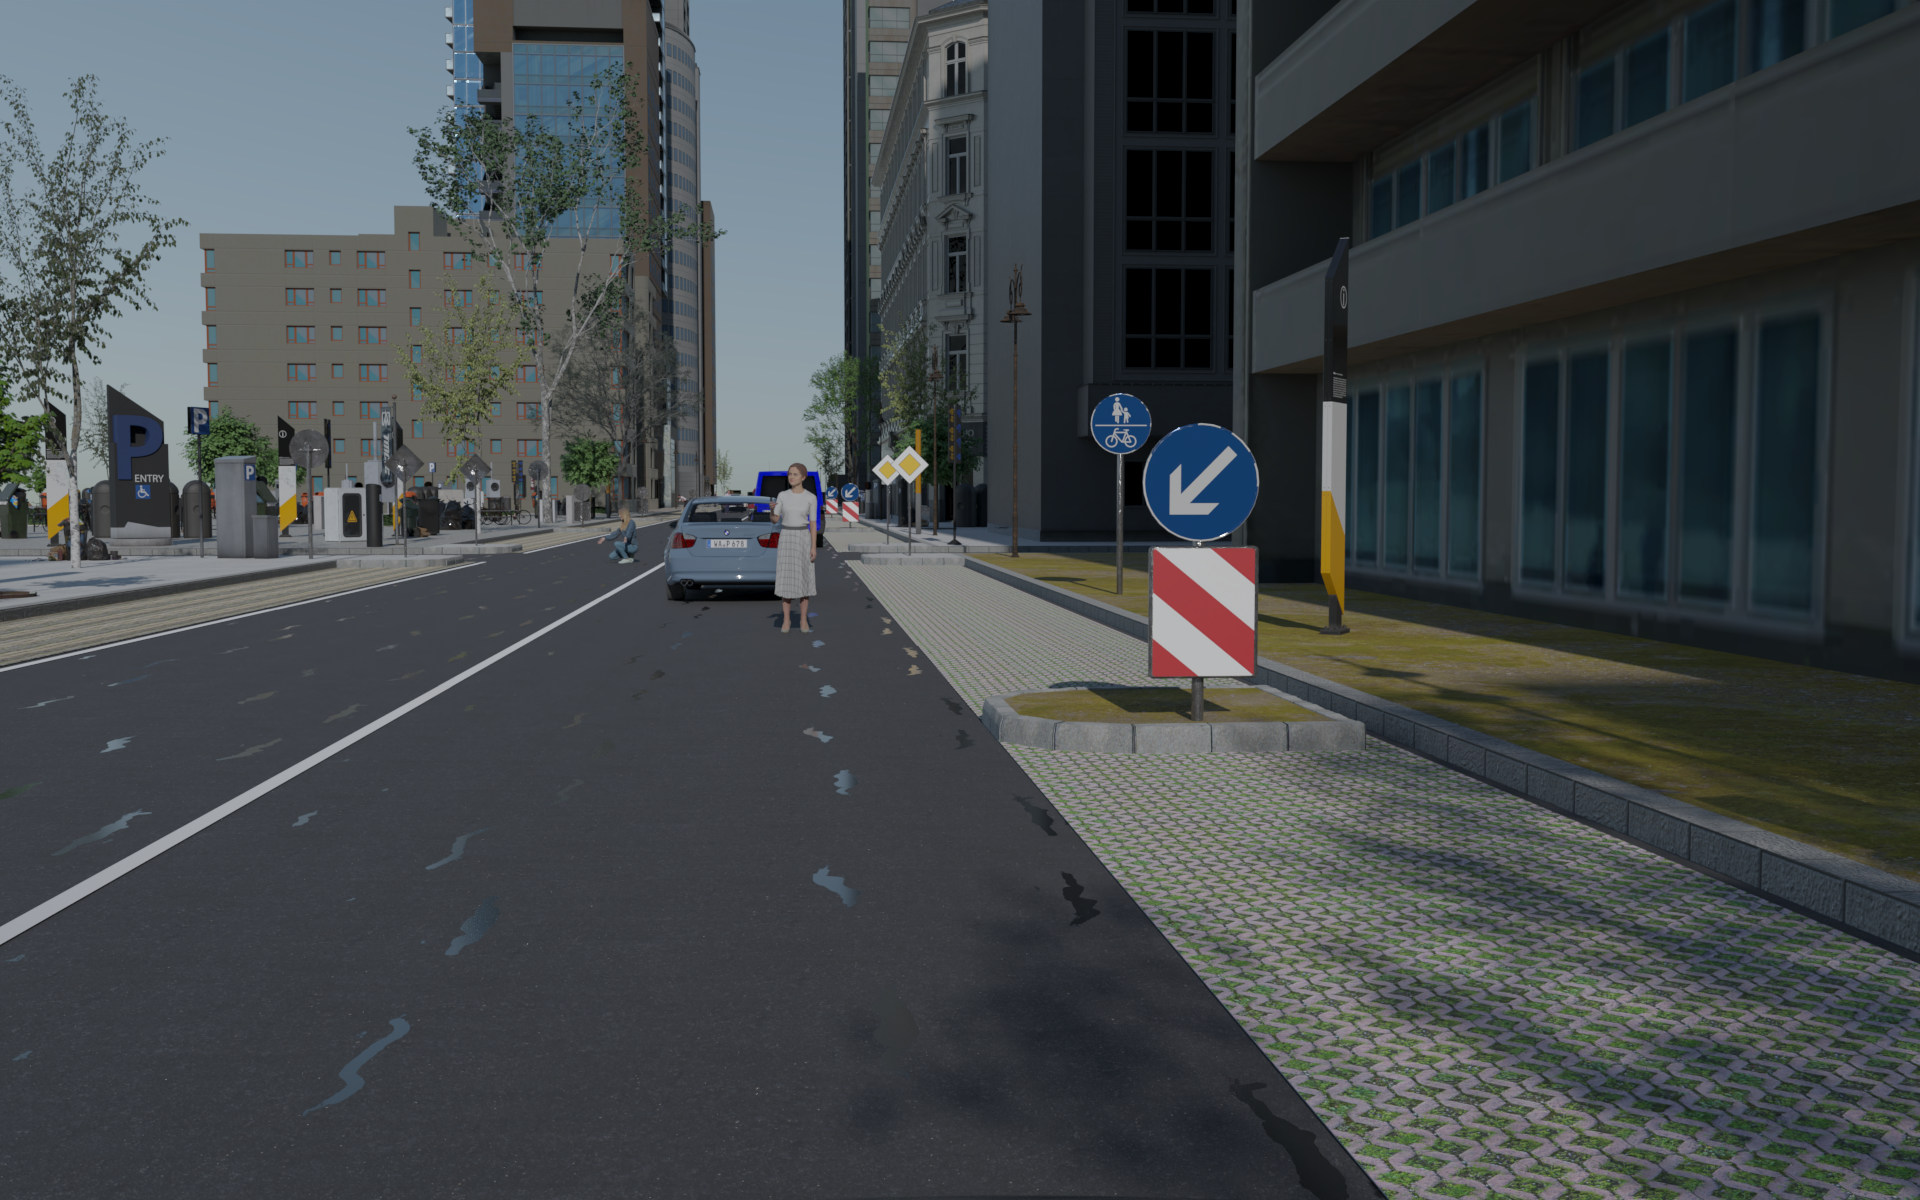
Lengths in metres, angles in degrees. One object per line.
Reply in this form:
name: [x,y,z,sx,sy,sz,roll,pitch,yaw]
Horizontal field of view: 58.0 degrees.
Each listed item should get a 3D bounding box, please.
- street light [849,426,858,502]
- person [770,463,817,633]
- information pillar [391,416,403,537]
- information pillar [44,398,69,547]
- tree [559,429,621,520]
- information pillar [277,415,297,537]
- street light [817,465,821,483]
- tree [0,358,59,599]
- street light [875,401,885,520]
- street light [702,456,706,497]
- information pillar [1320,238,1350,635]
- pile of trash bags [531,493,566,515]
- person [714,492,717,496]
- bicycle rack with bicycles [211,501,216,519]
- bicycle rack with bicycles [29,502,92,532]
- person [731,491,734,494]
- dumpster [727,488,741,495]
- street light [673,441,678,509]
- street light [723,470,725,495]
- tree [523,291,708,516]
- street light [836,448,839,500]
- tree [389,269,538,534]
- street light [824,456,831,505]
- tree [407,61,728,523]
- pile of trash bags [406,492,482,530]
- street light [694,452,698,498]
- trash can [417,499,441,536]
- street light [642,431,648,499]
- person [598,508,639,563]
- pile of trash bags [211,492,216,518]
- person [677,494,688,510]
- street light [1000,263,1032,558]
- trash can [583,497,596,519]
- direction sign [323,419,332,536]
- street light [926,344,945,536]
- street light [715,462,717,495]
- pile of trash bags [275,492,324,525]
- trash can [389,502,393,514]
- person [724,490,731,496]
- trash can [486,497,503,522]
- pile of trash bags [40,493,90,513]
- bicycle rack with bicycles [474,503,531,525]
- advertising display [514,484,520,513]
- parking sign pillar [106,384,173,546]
street light: [-7.148,-8.908,118.437,0.468,5.910,1.993,0,4,-6]
person: [-1.717,-0.536,17.839,0.480,1.755,0.524,0,4,-2]
information pillar: [-16.949,-3.722,52.204,0.504,3.616,0.183,3,4,38]
information pillar: [-22.036,-3.112,42.230,0.504,3.616,0.183,-2,4,-26]
tree: [-18.630,-6.316,86.984,4.285,4.588,4.351,0,3,0]
information pillar: [-19.990,-3.675,51.440,0.504,3.616,0.183,-1,4,-12]
street light: [-19.687,-16.623,244.574,0.468,5.910,1.993,0,4,-6]
tree: [-11.923,-1.638,21.380,1.663,3.219,1.824,0,3,0]
street light: [-3.926,-6.926,86.024,0.468,5.910,1.993,0,4,-6]
street light: [-29.860,-14.035,202.267,0.468,5.910,1.993,0,4,-6]
information pillar: [3.411,-1.492,15.751,0.183,3.616,0.504,2,4,28]
pile of trash bags: [-24.075,-5.769,104.079,3.447,1.369,1.912,-2,4,-33]
person: [-26.098,-10.735,184.931,0.530,1.710,0.541,1,4,18]
bicycle rack with bicycles: [-38.614,-4.612,88.783,2.852,0.926,2.925,2,4,32]
bicycle rack with bicycles: [-30.472,-2.830,59.647,2.852,0.926,2.925,-1,4,-11]
person: [-26.675,-11.890,202.843,1.348,1.831,0.705,1,4,21]
dumpster: [-31.596,-14.525,242.439,1.985,2.255,1.502,0,4,-7]
street light: [-24.848,-10.926,151.420,0.468,5.910,1.993,0,4,-6]
street light: [-36.414,-18.021,267.436,0.468,5.910,1.993,0,4,-6]
tree: [-20.126,-11.742,102.348,12.009,13.543,11.850,0,3,0]
street light: [-11.506,-11.561,161.812,0.468,5.910,1.993,0,4,-6]
tree: [-15.898,-6.464,56.047,4.737,8.622,4.395,0,3,0]
street light: [-14.701,-13.544,194.228,0.468,5.910,1.993,0,4,-6]
tree: [-16.818,-13.404,75.045,12.611,20.169,13.585,0,3,0]
pile of trash bags: [-18.681,-3.171,61.601,1.912,1.369,3.447,1,4,19]
street light: [-28.082,-12.956,184.612,0.468,5.910,1.993,0,4,-6]
trash can: [-16.392,-2.559,53.489,0.748,1.137,0.748,0,3,0]
street light: [-21.624,-8.943,119.007,0.468,5.910,1.993,0,4,-6]
person: [-7.000,-1.340,35.910,0.738,1.151,1.012,-2,4,-30]
pile of trash bags: [-39.310,-5.188,94.576,3.447,1.369,1.912,-3,4,-36]
person: [-19.500,-6.727,121.675,0.628,1.438,0.799,2,4,23]
street light: [1.115,-3.797,34.869,0.468,5.910,1.993,0,4,-6]
trash can: [-19.245,-4.787,89.924,0.748,1.137,0.748,0,3,0]
direction sign: [-19.106,-3.694,52.397,0.379,3.537,0.876,-1,4,-9]
street light: [-0.772,-4.932,53.424,0.468,5.910,1.993,0,4,-6]
street light: [-33.021,-16.018,234.686,0.468,5.910,1.993,0,4,-6]
pile of trash bags: [-27.805,-3.893,73.398,3.447,1.369,1.912,3,5,41]
trash can: [-29.030,-4.730,88.984,0.748,1.137,0.748,0,3,0]
person: [-16.586,-7.008,124.015,0.756,1.711,0.436,-2,4,-32]
trash can: [-21.612,-4.207,80.433,0.748,1.137,0.748,0,3,0]
pile of trash bags: [-51.586,-5.491,99.536,3.447,1.369,1.912,2,4,24]
bicycle rack with bicycles: [-19.445,-3.569,71.739,2.925,0.926,2.852,0,4,-3]
advertising display: [-28.255,-6.434,110.410,0.123,1.923,0.974,0,4,0]
parking sign pillar: [-20.370,-3.333,42.974,1.447,3.967,1.447,-3,5,-44]
